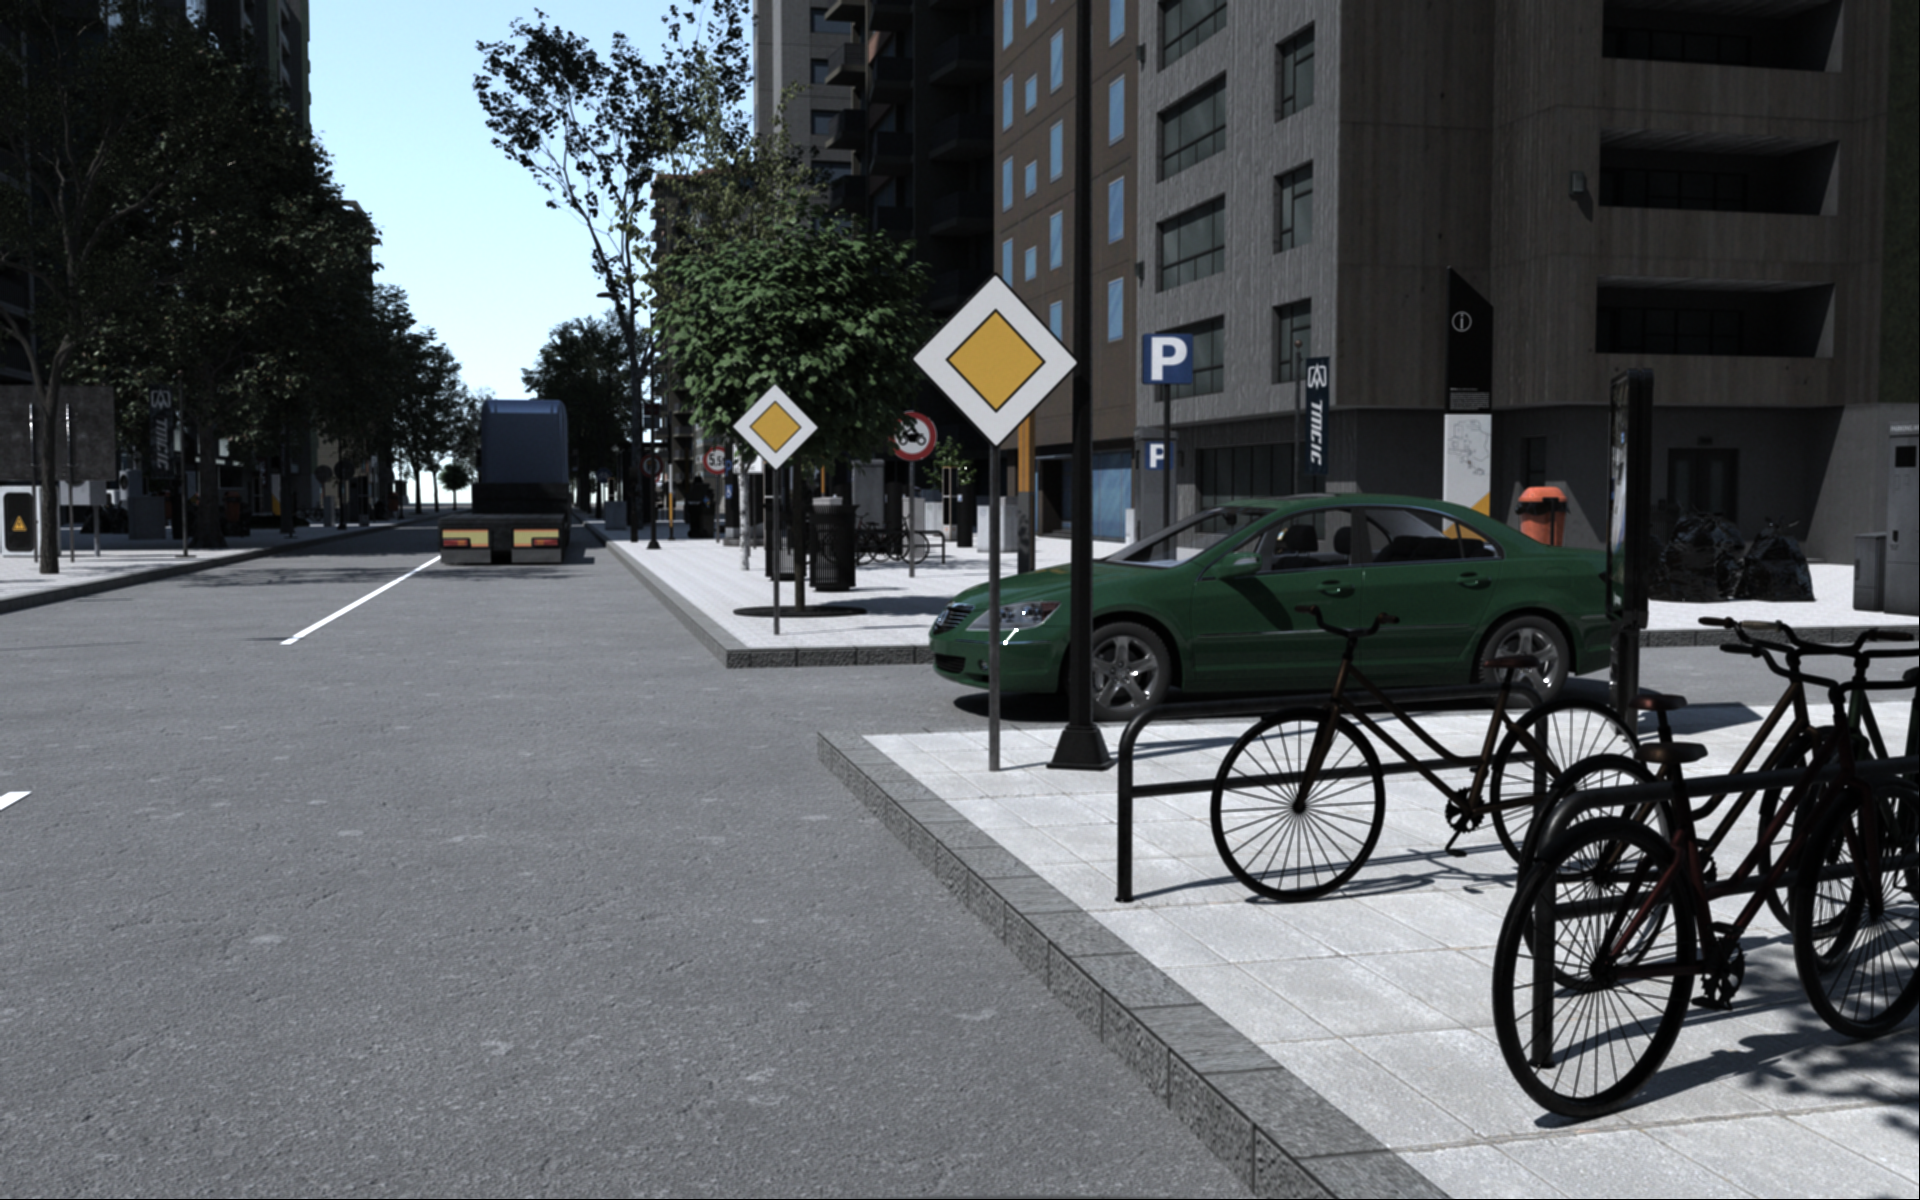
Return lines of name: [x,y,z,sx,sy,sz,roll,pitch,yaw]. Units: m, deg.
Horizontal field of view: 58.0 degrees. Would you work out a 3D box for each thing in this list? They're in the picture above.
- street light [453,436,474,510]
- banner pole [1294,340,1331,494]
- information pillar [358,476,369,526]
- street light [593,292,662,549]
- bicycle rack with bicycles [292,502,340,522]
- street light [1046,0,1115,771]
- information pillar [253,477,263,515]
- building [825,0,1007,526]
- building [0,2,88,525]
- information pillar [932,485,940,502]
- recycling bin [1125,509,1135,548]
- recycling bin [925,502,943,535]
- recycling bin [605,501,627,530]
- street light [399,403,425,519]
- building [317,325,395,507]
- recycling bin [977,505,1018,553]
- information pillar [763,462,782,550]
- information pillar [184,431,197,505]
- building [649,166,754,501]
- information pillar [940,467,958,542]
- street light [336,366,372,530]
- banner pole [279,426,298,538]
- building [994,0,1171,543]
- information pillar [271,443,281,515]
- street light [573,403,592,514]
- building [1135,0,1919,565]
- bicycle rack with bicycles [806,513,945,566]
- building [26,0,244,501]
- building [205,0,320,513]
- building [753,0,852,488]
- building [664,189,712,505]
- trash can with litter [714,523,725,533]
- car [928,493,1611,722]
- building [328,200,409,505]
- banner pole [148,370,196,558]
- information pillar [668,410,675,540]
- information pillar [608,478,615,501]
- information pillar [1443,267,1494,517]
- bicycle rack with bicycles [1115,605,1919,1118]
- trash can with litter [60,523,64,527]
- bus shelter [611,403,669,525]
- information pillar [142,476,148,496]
street light: [-39.414,-10.047,136.803,1.470,5.913,1.316,-1,4,-13]
banner pole: [5.645,-2.327,28.056,0.401,3.779,0.863,-3,5,-40]
information pillar: [-23.802,-3.953,69.122,0.304,2.012,0.304,-3,5,-44]
street light: [-7.673,-4.133,40.118,1.470,5.913,1.316,-1,4,-13]
bicycle rack with bicycles: [-29.470,-4.113,80.631,2.925,0.926,2.852,-1,4,-15]
street light: [0.044,-2.162,7.888,1.470,5.913,1.316,-1,4,-13]
information pillar: [-30.702,-4.361,75.792,0.304,2.012,0.304,0,4,-1]
building: [5.645,-25.973,79.290,22.147,44.769,28.867,-1,4,-13]
building: [-47.724,-38.569,68.849,20.563,71.187,20.611,-1,4,-13]
information pillar: [-0.824,-3.466,61.166,0.304,2.012,0.304,-1,4,-12]
recycling bin: [3.254,-1.061,29.906,0.722,1.027,0.722,0,4,-1]
recycling bin: [-0.703,-2.569,54.556,0.722,1.027,0.722,1,4,10]
recycling bin: [-12.402,-3.050,62.427,0.722,1.027,0.722,0,4,-6]
street light: [-27.909,-7.069,88.125,1.470,5.913,1.316,-1,4,-13]
building: [-77.051,-20.940,187.407,27.650,21.520,28.899,-1,4,-13]
recycling bin: [0.851,-1.567,38.182,0.722,1.027,0.722,2,4,32]
information pillar: [-4.292,-2.153,39.698,0.304,2.012,0.304,2,4,29]
information pillar: [-27.648,-4.324,62.056,0.504,3.616,0.183,-3,5,-45]
building: [-30.396,-35.474,234.620,22.147,44.769,28.867,-1,4,-13]
information pillar: [-0.263,-2.584,46.739,0.304,2.012,0.304,3,5,44]
street light: [-21.801,-5.501,62.490,1.470,5.913,1.316,-1,4,-13]
banner pole: [-19.717,-3.709,50.666,0.401,3.779,0.863,-3,5,-45]
building: [9.439,-24.451,49.881,14.600,45.320,14.200,-1,4,-13]
information pillar: [-28.258,-4.908,71.606,0.504,3.616,0.183,2,4,28]
street light: [-19.083,-7.107,88.742,1.470,5.913,1.316,-1,4,-13]
building: [12.501,-16.169,36.057,14.107,30.474,14.160,-1,4,-13]
bicycle rack with bicycles: [-1.710,-1.140,32.014,2.925,0.926,2.852,-2,4,-29]
building: [-54.336,-29.128,95.844,23.786,49.044,30.456,-1,4,-13]
building: [-57.819,-27.474,132.789,14.154,41.232,14.086,-1,4,-13]
building: [-3.601,-35.280,118.819,21.231,58.520,28.212,-1,4,-13]
building: [-19.353,-31.705,210.250,32.217,40.220,23.993,-1,4,-13]
trash can with litter: [-7.638,-2.820,57.493,0.624,1.170,1.055,3,4,38]
car: [2.211,-0.010,11.957,4.920,1.459,2.131,-1,4,-13]
building: [-85.325,-31.827,212.244,32.217,40.220,23.993,-1,4,-13]
banner pole: [-15.895,-2.745,34.895,0.863,3.779,0.401,-3,5,-40]
information pillar: [-8.039,-3.472,48.128,0.183,3.616,0.504,0,4,-8]
information pillar: [-16.117,-4.624,80.088,0.304,2.012,0.304,-1,4,-15]
information pillar: [5.254,-1.628,17.981,0.504,3.616,0.183,0,4,-4]
bicycle rack with bicycles: [1.901,0.513,4.996,2.925,0.926,2.852,-2,4,-25]
trash can with litter: [-35.185,-3.384,66.718,0.624,1.170,1.055,2,4,33]
bus shelter: [-13.734,-5.896,74.036,2.179,5.291,8.768,-1,4,-13]
information pillar: [-33.944,-4.127,71.961,0.304,2.012,0.304,2,4,34]
